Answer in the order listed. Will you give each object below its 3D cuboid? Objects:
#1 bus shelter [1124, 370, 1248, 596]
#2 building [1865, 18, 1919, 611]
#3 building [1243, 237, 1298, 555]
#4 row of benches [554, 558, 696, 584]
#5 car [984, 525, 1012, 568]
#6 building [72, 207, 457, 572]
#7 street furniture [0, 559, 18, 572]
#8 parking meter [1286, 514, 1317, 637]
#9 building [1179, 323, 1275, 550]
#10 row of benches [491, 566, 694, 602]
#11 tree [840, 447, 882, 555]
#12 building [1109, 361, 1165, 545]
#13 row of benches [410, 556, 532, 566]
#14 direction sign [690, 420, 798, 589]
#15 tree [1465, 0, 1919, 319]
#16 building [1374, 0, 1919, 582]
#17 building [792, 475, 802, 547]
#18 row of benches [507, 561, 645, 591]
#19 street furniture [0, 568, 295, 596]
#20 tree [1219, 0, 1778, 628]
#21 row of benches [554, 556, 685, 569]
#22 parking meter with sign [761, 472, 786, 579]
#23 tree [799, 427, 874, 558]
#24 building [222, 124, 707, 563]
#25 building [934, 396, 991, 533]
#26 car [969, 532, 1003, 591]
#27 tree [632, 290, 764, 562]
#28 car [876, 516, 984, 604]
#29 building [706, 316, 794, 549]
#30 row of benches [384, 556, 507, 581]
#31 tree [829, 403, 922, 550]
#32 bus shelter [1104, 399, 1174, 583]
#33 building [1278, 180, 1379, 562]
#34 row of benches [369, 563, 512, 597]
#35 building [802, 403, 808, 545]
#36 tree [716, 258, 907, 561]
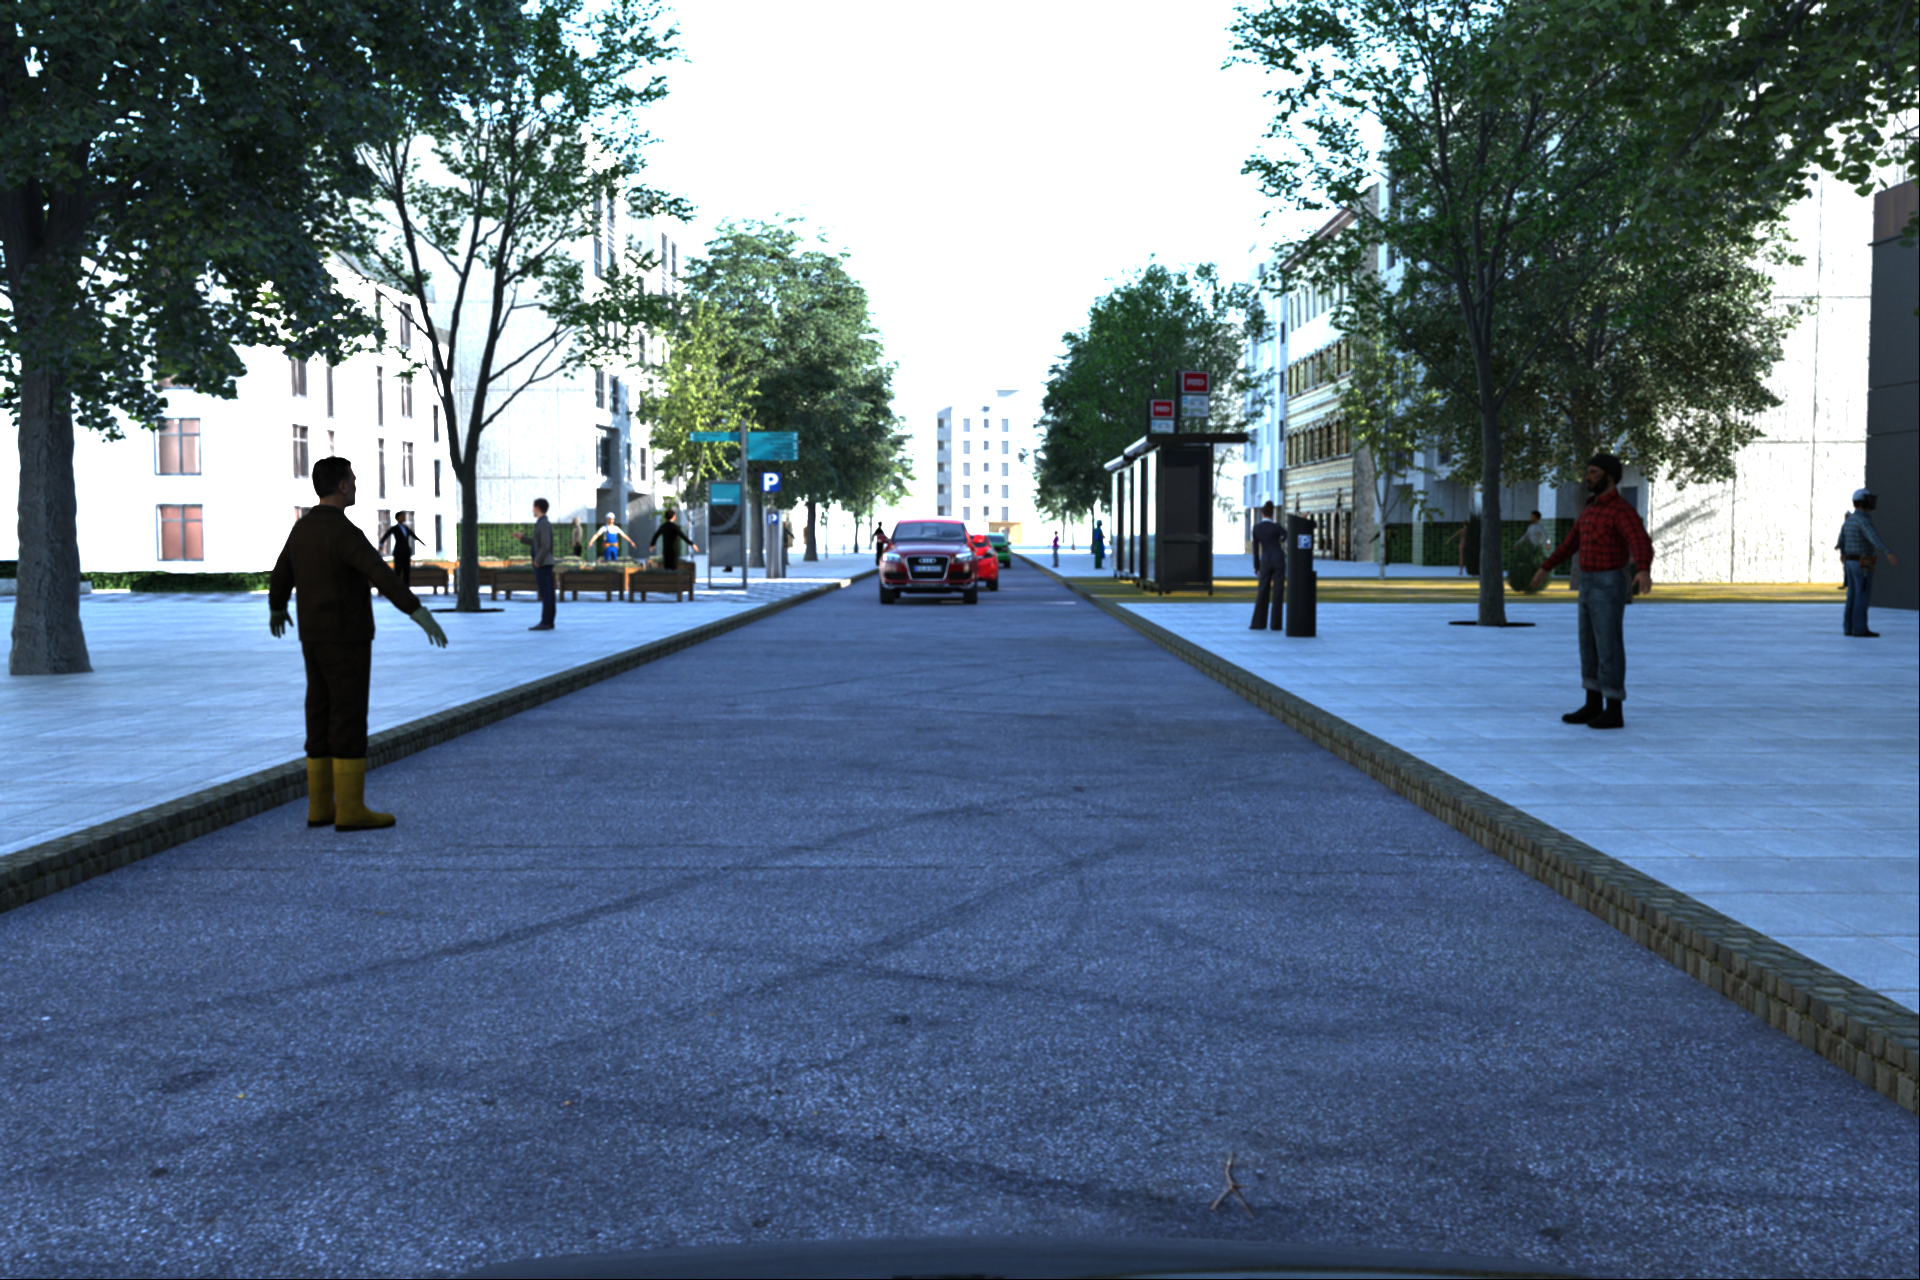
[{"bbox_3d":[5.015,-3.823,40.146,2.179,5.291,8.768,0,4,1],"label":"bus shelter"},{"bbox_3d":[26.383,-10.390,13.850,27.936,21.610,32.646,0,4,1],"label":"building"},{"bbox_3d":[23.535,-15.598,111.441,16.016,20.090,11.380,0,4,1],"label":"building"},{"bbox_3d":[-8.743,-1.747,44.033,4.104,0.672,1.422,-2,4,-32],"label":"row of benches"},{"bbox_3d":[1.253,-3.977,73.819,1.959,1.807,4.718,0,4,1],"label":"car"},{"bbox_3d":[-22.231,-7.128,58.694,9.099,9.664,28.070,0,4,2],"label":"building"},{"bbox_3d":[-31.441,-2.194,51.506,5.734,0.657,10.072,0,4,-1],"label":"street furniture"},{"bbox_3d":[4.274,-0.811,21.670,0.372,1.533,0.369,0,3,0],"label":"parking meter"},{"bbox_3d":[28.497,-17.562,153.591,16.747,18.905,31.486,0,4,1],"label":"building"},{"bbox_3d":[-7.169,-1.093,33.340,4.104,0.672,1.422,1,4,14],"label":"row of benches"},{"bbox_3d":[-6.906,-9.460,105.030,4.737,8.622,4.395,0,3,0],"label":"tree"},{"bbox_3d":[25.732,-19.541,185.948,16.747,18.905,31.486,0,4,0],"label":"building"},{"bbox_3d":[-13.819,-2.092,49.660,4.104,0.672,1.422,-1,4,-10],"label":"row of benches"},{"bbox_3d":[-5.034,-3.196,41.022,2.525,3.948,1.411,0,4,1],"label":"direction sign"},{"bbox_3d":[6.704,-5.647,10.460,7.486,12.596,7.792,0,3,0],"label":"tree"},{"bbox_3d":[26.775,-11.910,61.187,16.747,18.905,31.486,0,4,0],"label":"building"},{"bbox_3d":[-21.074,-14.690,182.326,9.099,9.664,28.070,0,4,0],"label":"building"},{"bbox_3d":[-8.860,-1.508,40.125,4.104,0.672,1.422,2,4,35],"label":"row of benches"},{"bbox_3d":[-18.931,-1.419,38.820,10.072,0.657,5.734,-1,4,-23],"label":"street furniture"},{"bbox_3d":[7.350,-6.012,24.053,9.928,11.665,9.643,0,3,0],"label":"tree"},{"bbox_3d":[-9.791,-2.095,49.720,4.104,0.672,1.422,-1,4,-22],"label":"row of benches"},{"bbox_3d":[-5.317,-3.277,49.835,0.543,3.016,1.738,0,4,2],"label":"parking meter with sign"},{"bbox_3d":[-6.887,-8.646,91.716,4.737,8.622,4.395,0,3,0],"label":"tree"},{"bbox_3d":[-24.289,-13.723,90.823,16.747,18.905,31.486,0,4,1],"label":"building"},{"bbox_3d":[-2.920,-22.583,228.104,11.380,20.090,16.016,0,4,-6],"label":"building"},{"bbox_3d":[0.057,-2.204,45.083,2.155,1.783,4.494,0,4,-1],"label":"car"},{"bbox_3d":[-8.196,-6.295,53.283,4.737,8.622,4.395,0,3,0],"label":"tree"},{"bbox_3d":[-0.633,-1.745,37.207,2.281,1.827,5.304,0,4,0],"label":"car"},{"bbox_3d":[-25.286,-19.815,154.911,19.493,23.208,18.063,0,4,2],"label":"building"},{"bbox_3d":[-14.028,-1.904,46.585,4.104,0.672,1.422,-3,5,-43],"label":"row of benches"},{"bbox_3d":[-6.863,-13.264,134.996,7.486,12.596,7.792,0,3,0],"label":"tree"},{"bbox_3d":[5.311,-4.379,49.223,2.179,5.291,8.768,0,4,0],"label":"bus shelter"},{"bbox_3d":[27.453,-15.734,88.174,19.493,23.208,18.063,0,4,0],"label":"building"},{"bbox_3d":[-11.450,-1.277,36.337,4.104,0.672,1.422,-3,5,-40],"label":"row of benches"},{"bbox_3d":[-23.008,-20.932,198.658,16.016,20.090,11.380,0,4,0],"label":"building"},{"bbox_3d":[-7.070,-10.714,81.826,9.857,13.997,8.962,0,3,0],"label":"tree"}]
